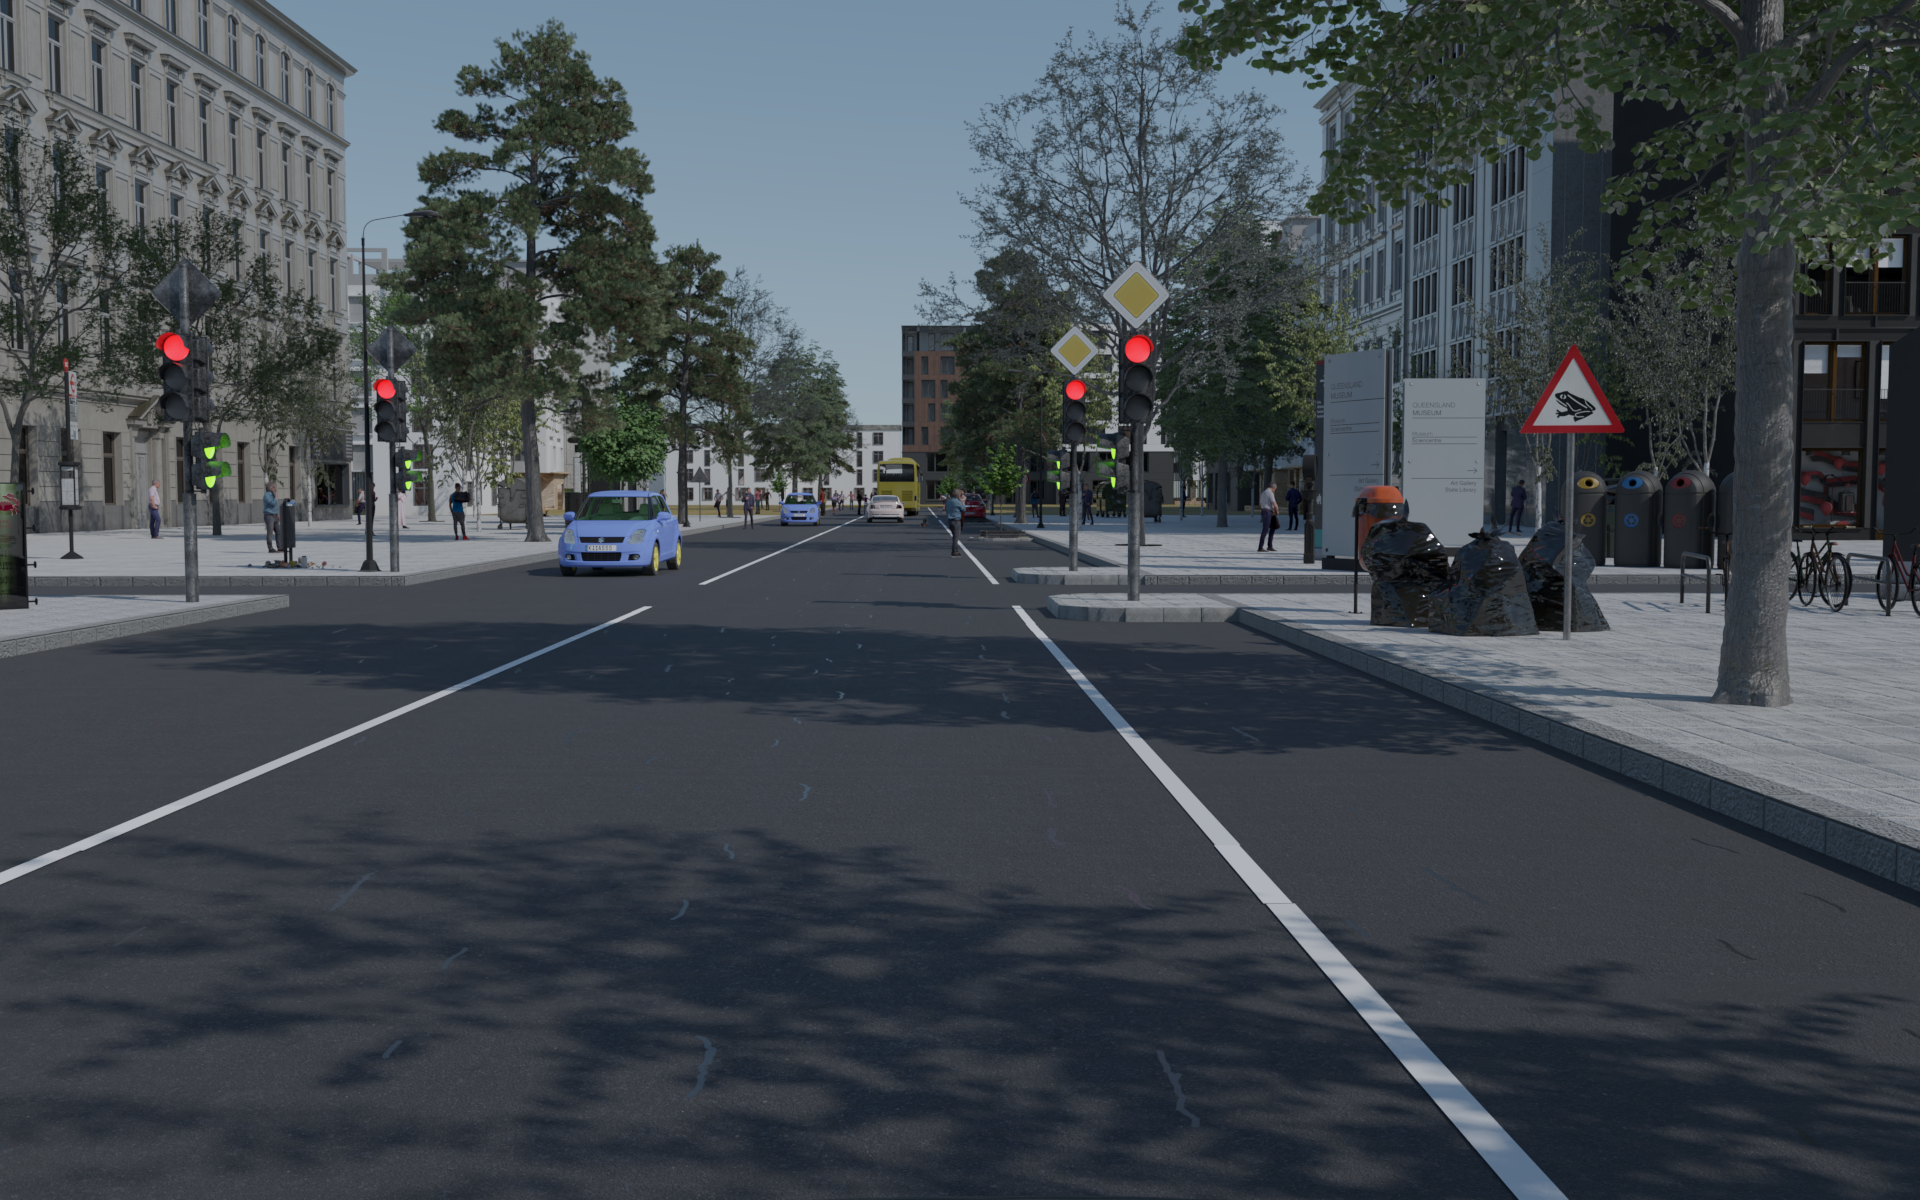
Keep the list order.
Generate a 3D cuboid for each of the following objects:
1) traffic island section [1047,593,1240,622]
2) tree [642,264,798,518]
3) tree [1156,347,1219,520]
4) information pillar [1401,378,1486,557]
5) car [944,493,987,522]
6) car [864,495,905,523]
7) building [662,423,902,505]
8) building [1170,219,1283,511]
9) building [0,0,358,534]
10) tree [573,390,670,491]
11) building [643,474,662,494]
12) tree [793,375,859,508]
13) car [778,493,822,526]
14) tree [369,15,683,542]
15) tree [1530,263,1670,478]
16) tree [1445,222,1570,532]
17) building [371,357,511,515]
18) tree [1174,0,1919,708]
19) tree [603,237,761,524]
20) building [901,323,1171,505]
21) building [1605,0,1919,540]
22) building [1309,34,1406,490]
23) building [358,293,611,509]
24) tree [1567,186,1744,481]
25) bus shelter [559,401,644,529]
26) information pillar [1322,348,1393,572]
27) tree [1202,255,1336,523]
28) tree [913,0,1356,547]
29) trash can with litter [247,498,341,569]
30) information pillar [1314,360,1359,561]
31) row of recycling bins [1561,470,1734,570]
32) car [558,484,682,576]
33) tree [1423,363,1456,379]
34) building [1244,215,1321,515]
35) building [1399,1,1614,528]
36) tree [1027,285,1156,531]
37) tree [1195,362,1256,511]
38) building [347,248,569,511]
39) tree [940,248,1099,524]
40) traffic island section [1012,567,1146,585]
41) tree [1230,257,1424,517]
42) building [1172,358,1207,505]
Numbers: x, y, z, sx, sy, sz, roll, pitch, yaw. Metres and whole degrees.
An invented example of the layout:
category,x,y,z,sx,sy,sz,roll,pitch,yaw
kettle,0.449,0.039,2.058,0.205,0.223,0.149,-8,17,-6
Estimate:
category,x,y,z,sx,sy,sz,roll,pitch,yaw
traffic island section,2.109,0.088,20.838,2.009,0.180,2.903,0,4,-1
tree,-12.372,-11.165,92.912,12.009,13.543,11.850,0,3,0
tree,11.048,-8.193,84.311,4.737,8.622,4.395,0,3,0
information pillar,9.852,-2.693,35.344,1.656,3.620,0.184,0,4,1
car,0.307,-4.698,85.850,2.155,1.783,4.494,0,4,-3
car,-3.799,-4.608,87.707,2.083,1.381,4.827,0,4,-3
building,-21.141,-16.396,210.220,28.070,9.664,9.099,0,4,-1
building,34.262,-18.451,145.655,27.936,21.610,32.646,0,4,-1
building,-38.175,-17.809,67.596,17.030,29.872,44.131,0,4,-1
tree,-10.643,-4.351,54.855,4.285,4.588,4.351,0,3,0
building,-49.896,-16.425,210.691,28.070,9.664,9.099,0,4,-1
tree,-12.826,-14.477,158.757,6.751,12.117,7.091,0,3,0
car,-7.210,-4.199,78.252,1.945,1.707,3.694,0,4,-3
tree,-11.552,-8.501,46.408,7.806,13.903,7.818,0,3,0
tree,19.863,-6.389,54.822,4.737,8.622,4.395,0,3,0
tree,15.277,-5.860,46.171,4.360,8.622,3.978,0,3,0
building,-35.187,-10.785,118.484,9.099,9.664,28.070,0,4,-1
tree,4.811,-5.662,10.705,7.486,12.596,7.792,0,3,0
tree,-11.833,-9.269,73.602,6.751,12.117,7.091,0,3,0
building,8.953,-23.038,220.650,32.646,21.610,27.936,0,4,-1
building,30.371,-13.682,53.375,15.834,23.373,12.332,0,4,-1
building,28.014,-18.871,94.442,13.634,28.700,20.117,0,4,-1
building,-47.800,-17.434,151.504,31.486,18.905,16.747,0,4,-1
tree,17.380,-5.523,40.671,4.360,8.622,3.978,0,3,0
bus shelter,-13.477,-5.365,65.352,2.179,5.291,8.768,0,4,-2
information pillar,6.582,-2.289,28.743,0.184,3.620,1.656,-2,4,-24
tree,13.902,-9.525,77.784,6.751,12.117,7.091,0,3,0
tree,4.461,-8.083,42.534,12.009,13.543,11.850,0,3,0
trash can with litter,-11.737,-1.202,30.711,1.678,1.210,2.233,-1,4,-11
information pillar,7.300,-2.698,33.494,0.750,3.857,0.750,-1,4,-20
row of recycling bins,12.278,-1.420,30.330,3.534,1.692,1.069,3,5,39
car,-6.157,-1.342,31.535,1.945,1.707,3.694,0,4,0
tree,17.538,-7.336,70.299,4.737,8.622,4.395,0,3,0
building,28.692,-16.340,123.582,16.016,20.091,11.380,0,4,-1
building,27.799,-15.691,74.562,12.078,24.808,19.932,0,4,-1
tree,4.218,-6.701,59.923,4.737,8.622,4.395,0,3,0
tree,13.928,-8.525,89.743,4.360,8.622,3.978,0,3,0
building,-40.055,-17.206,137.736,16.016,20.091,11.380,0,4,-1
tree,2.655,-9.363,75.139,6.751,12.117,7.091,0,3,0
traffic island section,1.907,-0.400,28.821,2.009,0.180,2.903,0,4,-1
tree,11.184,-6.292,53.241,4.737,8.622,4.395,0,3,0
building,31.105,-21.961,215.476,11.380,20.091,16.016,0,4,-1
